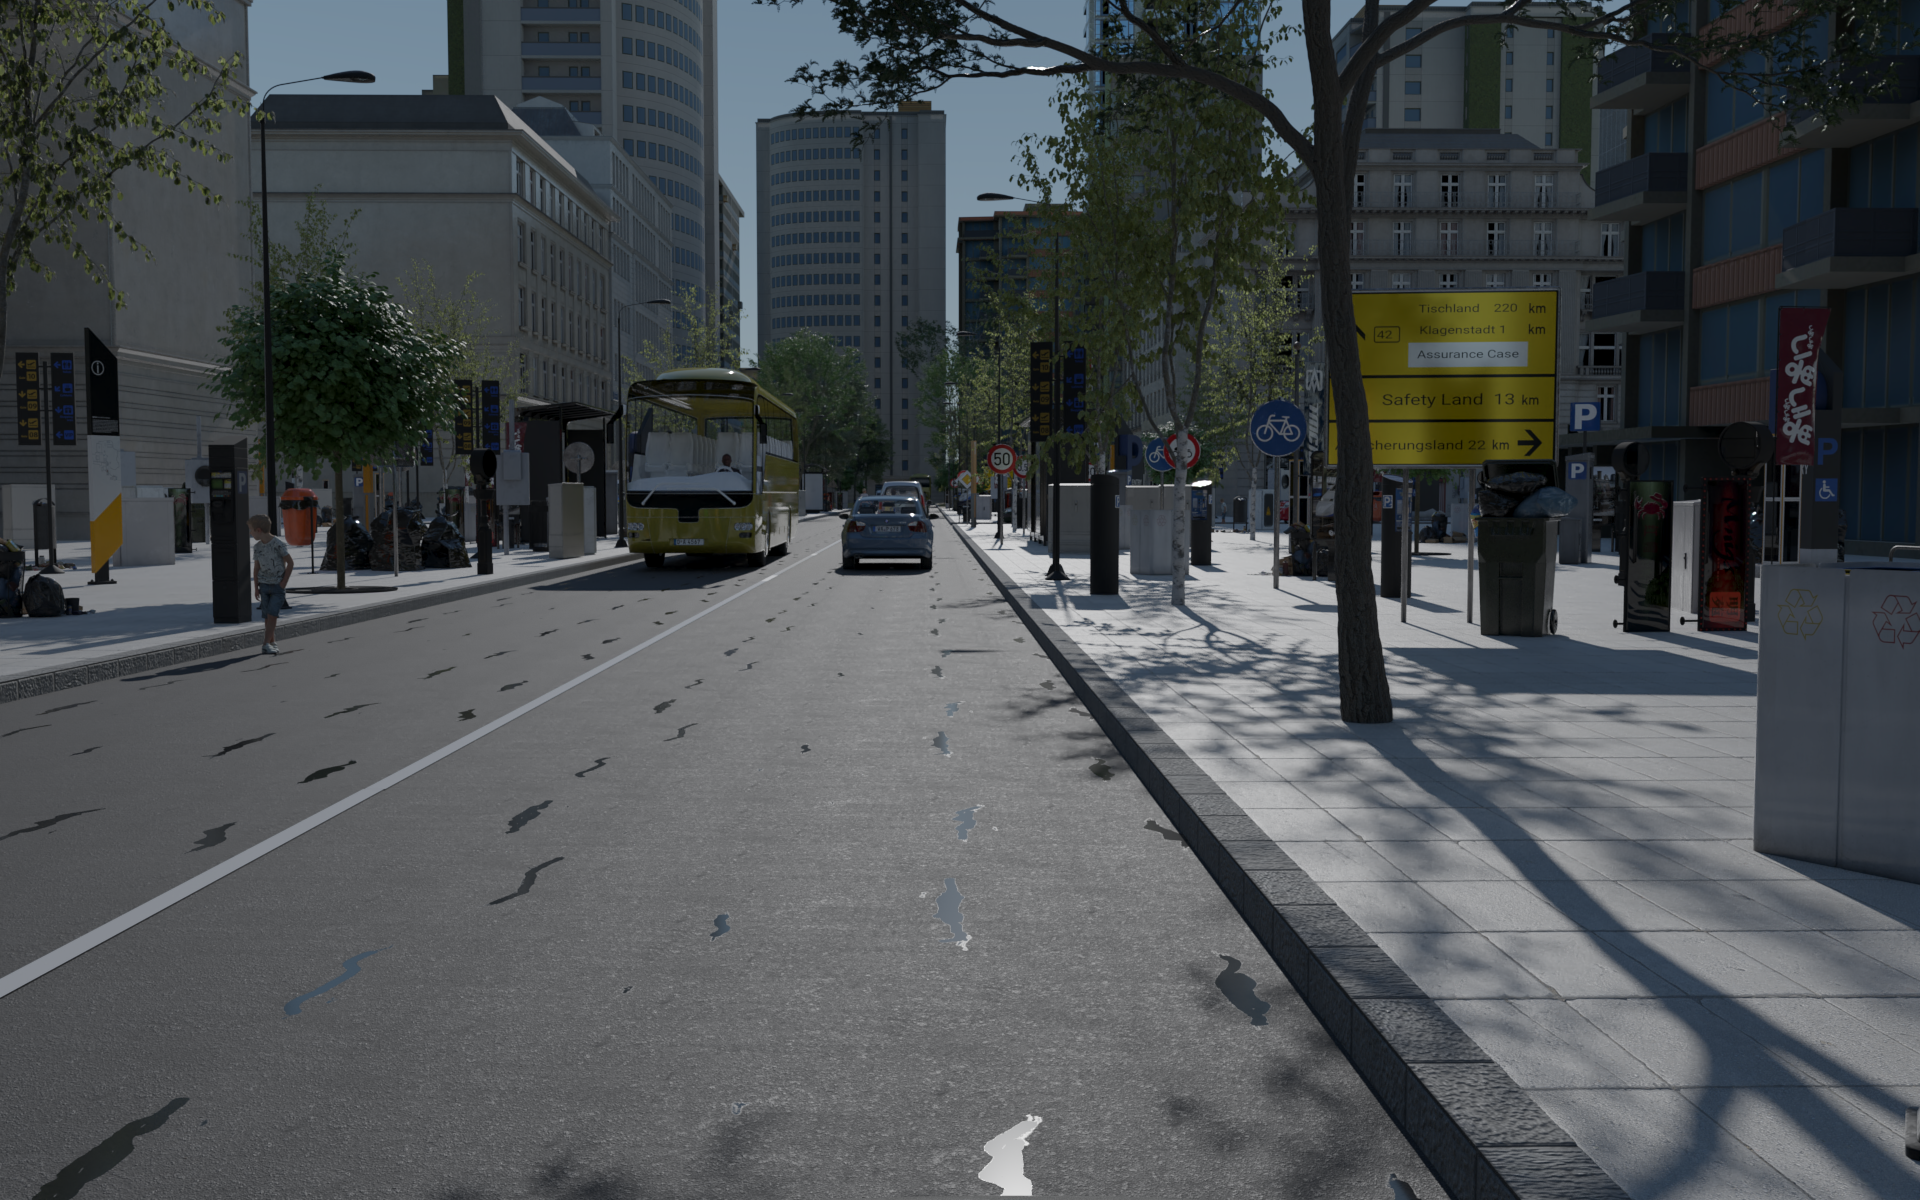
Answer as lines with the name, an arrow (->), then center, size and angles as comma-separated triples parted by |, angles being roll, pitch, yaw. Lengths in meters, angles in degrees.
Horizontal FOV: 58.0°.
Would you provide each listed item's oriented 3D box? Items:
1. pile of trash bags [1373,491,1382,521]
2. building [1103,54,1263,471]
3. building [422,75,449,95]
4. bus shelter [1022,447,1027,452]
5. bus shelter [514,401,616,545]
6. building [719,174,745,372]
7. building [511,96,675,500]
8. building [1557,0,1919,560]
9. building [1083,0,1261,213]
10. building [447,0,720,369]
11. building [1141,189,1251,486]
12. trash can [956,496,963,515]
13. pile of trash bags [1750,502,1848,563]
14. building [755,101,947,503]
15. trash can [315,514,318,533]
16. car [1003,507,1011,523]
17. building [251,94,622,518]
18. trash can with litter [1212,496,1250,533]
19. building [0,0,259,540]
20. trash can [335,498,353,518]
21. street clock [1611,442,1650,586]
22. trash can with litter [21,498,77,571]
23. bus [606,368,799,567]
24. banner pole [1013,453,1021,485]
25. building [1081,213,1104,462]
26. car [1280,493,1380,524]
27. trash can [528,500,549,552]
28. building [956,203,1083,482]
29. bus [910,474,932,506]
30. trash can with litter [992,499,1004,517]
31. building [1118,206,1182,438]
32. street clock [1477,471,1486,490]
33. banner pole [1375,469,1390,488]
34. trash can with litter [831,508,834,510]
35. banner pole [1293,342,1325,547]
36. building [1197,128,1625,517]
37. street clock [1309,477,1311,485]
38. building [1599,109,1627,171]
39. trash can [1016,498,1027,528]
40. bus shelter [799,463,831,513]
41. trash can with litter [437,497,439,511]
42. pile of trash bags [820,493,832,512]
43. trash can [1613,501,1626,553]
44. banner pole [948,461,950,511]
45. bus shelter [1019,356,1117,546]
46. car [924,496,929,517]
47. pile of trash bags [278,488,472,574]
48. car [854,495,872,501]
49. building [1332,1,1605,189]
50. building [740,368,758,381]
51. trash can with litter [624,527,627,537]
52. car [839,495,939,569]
pile of trash bags -> 12.025, -2.700, 53.899 | 1.912, 1.369, 3.447 | -2, 4, -33
building -> 20.557, -29.448, 165.063 | 14.154, 41.232, 14.086 | 0, 4, -1
building -> -60.551, -35.555, 205.033 | 21.600, 48.544, 21.300 | 0, 4, -1
bus shelter -> 4.138, -5.957, 88.676 | 1.731, 3.624, 6.357 | 0, 4, -1
bus shelter -> -10.669, -3.409, 47.025 | 1.731, 3.624, 6.357 | 0, 4, -1
building -> -37.651, -31.081, 200.057 | 23.993, 40.220, 32.217 | 0, 4, -1
building -> -30.349, -22.016, 137.449 | 11.434, 29.767, 29.804 | 0, 4, -1
building -> 28.254, -23.626, 40.909 | 22.147, 44.769, 28.867 | 0, 4, -1
building -> 22.934, -54.303, 200.523 | 22.319, 86.520, 31.000 | 0, 4, -1
building -> -35.526, -38.273, 167.755 | 21.231, 58.520, 28.212 | 0, 4, -1
building -> 18.550, -16.067, 117.439 | 10.420, 20.320, 16.860 | 0, 4, -1
trash can -> 0.100, -5.904, 108.186 | 0.748, 1.137, 0.748 | 0, 3, 0
pile of trash bags -> 15.358, -1.363, 32.033 | 1.912, 1.369, 3.447 | 2, 4, 23
building -> -16.244, -44.049, 262.193 | 28.212, 58.520, 21.231 | 0, 4, -1
trash can -> -20.378, -2.592, 54.040 | 0.748, 1.137, 0.748 | 0, 3, 0
car -> 3.951, -4.146, 77.570 | 4.222, 1.686, 2.009 | 0, 3, 0
building -> -31.644, -16.787, 107.751 | 16.112, 22.955, 30.059 | 0, 4, -1
trash can with litter -> 8.946, -2.853, 57.700 | 2.233, 1.210, 1.678 | -2, 4, -24
building -> -33.105, -13.201, 52.001 | 21.152, 22.565, 11.583 | 0, 4, -1
trash can -> -24.804, -3.552, 69.732 | 0.748, 1.137, 0.748 | 0, 3, 0
street clock -> 9.331, -1.197, 24.144 | 0.471, 2.002, 0.358 | -1, 4, -19
trash can with litter -> -15.835, -1.117, 29.323 | 1.678, 1.210, 2.233 | 0, 4, 5
bus -> -5.125, -2.805, 37.403 | 2.896, 3.916, 12.252 | 0, 4, -2
banner pole -> 3.095, -6.309, 93.168 | 0.401, 3.779, 0.863 | 3, 5, 41
building -> 19.315, -24.938, 179.440 | 14.160, 30.474, 14.107 | 0, 4, -1
car -> 16.117, -4.081, 75.757 | 4.494, 1.783, 2.155 | 0, 4, -1
trash can -> -9.317, -1.652, 38.668 | 0.748, 1.137, 0.748 | 0, 3, 0
building -> 12.283, -37.243, 263.550 | 28.867, 44.769, 22.147 | 0, 4, -1
bus -> -4.735, -13.210, 207.526 | 2.896, 3.916, 12.252 | 0, 4, -1
trash can with litter -> 3.093, -5.474, 100.560 | 2.233, 1.210, 1.678 | 1, 4, 21
building -> 22.011, -18.811, 140.845 | 16.112, 22.955, 30.059 | 0, 4, -1
street clock -> 15.815, -2.913, 52.192 | 0.471, 2.002, 0.358 | 1, 4, 13
banner pole -> 34.381, -9.255, 141.334 | 0.401, 3.779, 0.863 | -3, 5, -42
trash can with litter -> -10.811, -7.737, 137.553 | 2.233, 1.210, 1.678 | 3, 4, 39
banner pole -> 5.752, -2.369, 28.754 | 0.863, 3.779, 0.401 | -2, 4, -32
building -> 26.676, -15.841, 100.797 | 24.055, 21.916, 13.314 | 0, 4, -1
street clock -> 13.664, -3.801, 66.708 | 0.471, 2.002, 0.358 | 1, 4, 17
building -> 48.825, -17.239, 99.883 | 19.932, 24.808, 12.078 | 0, 4, -1
trash can -> 2.353, -3.282, 65.315 | 0.748, 1.137, 0.748 | 0, 3, 0
bus shelter -> -9.883, -7.547, 117.311 | 2.014, 3.302, 5.546 | 0, 4, -1
trash can with litter -> -23.561, -4.169, 79.557 | 1.055, 1.170, 0.624 | 3, 5, 41
pile of trash bags -> -10.380, -7.274, 128.684 | 1.912, 1.369, 3.447 | 1, 4, 13
trash can -> 14.178, -1.527, 36.622 | 0.748, 1.137, 0.748 | 0, 3, 0
banner pole -> -0.823, -8.552, 129.849 | 0.401, 3.779, 0.863 | 0, 4, 7
bus shelter -> 2.765, -4.230, 46.786 | 2.179, 5.291, 8.768 | 0, 4, -1
car -> -2.579, -5.274, 96.023 | 2.009, 1.686, 4.222 | 0, 3, 0
pile of trash bags -> -9.974, -1.185, 29.120 | 1.912, 1.369, 3.447 | 2, 4, 26
car -> -7.651, -7.896, 141.671 | 1.945, 1.354, 3.894 | 0, 4, -2
building -> 59.308, -40.681, 207.136 | 28.212, 58.520, 21.231 | 0, 4, -1
building -> -45.215, -25.711, 265.420 | 28.899, 21.520, 27.650 | 0, 4, -1
trash can with litter -> -9.582, -2.451, 51.464 | 1.055, 1.170, 0.624 | -1, 4, -12
car -> -1.415, -1.366, 34.333 | 2.014, 1.417, 4.499 | 0, 4, -1
